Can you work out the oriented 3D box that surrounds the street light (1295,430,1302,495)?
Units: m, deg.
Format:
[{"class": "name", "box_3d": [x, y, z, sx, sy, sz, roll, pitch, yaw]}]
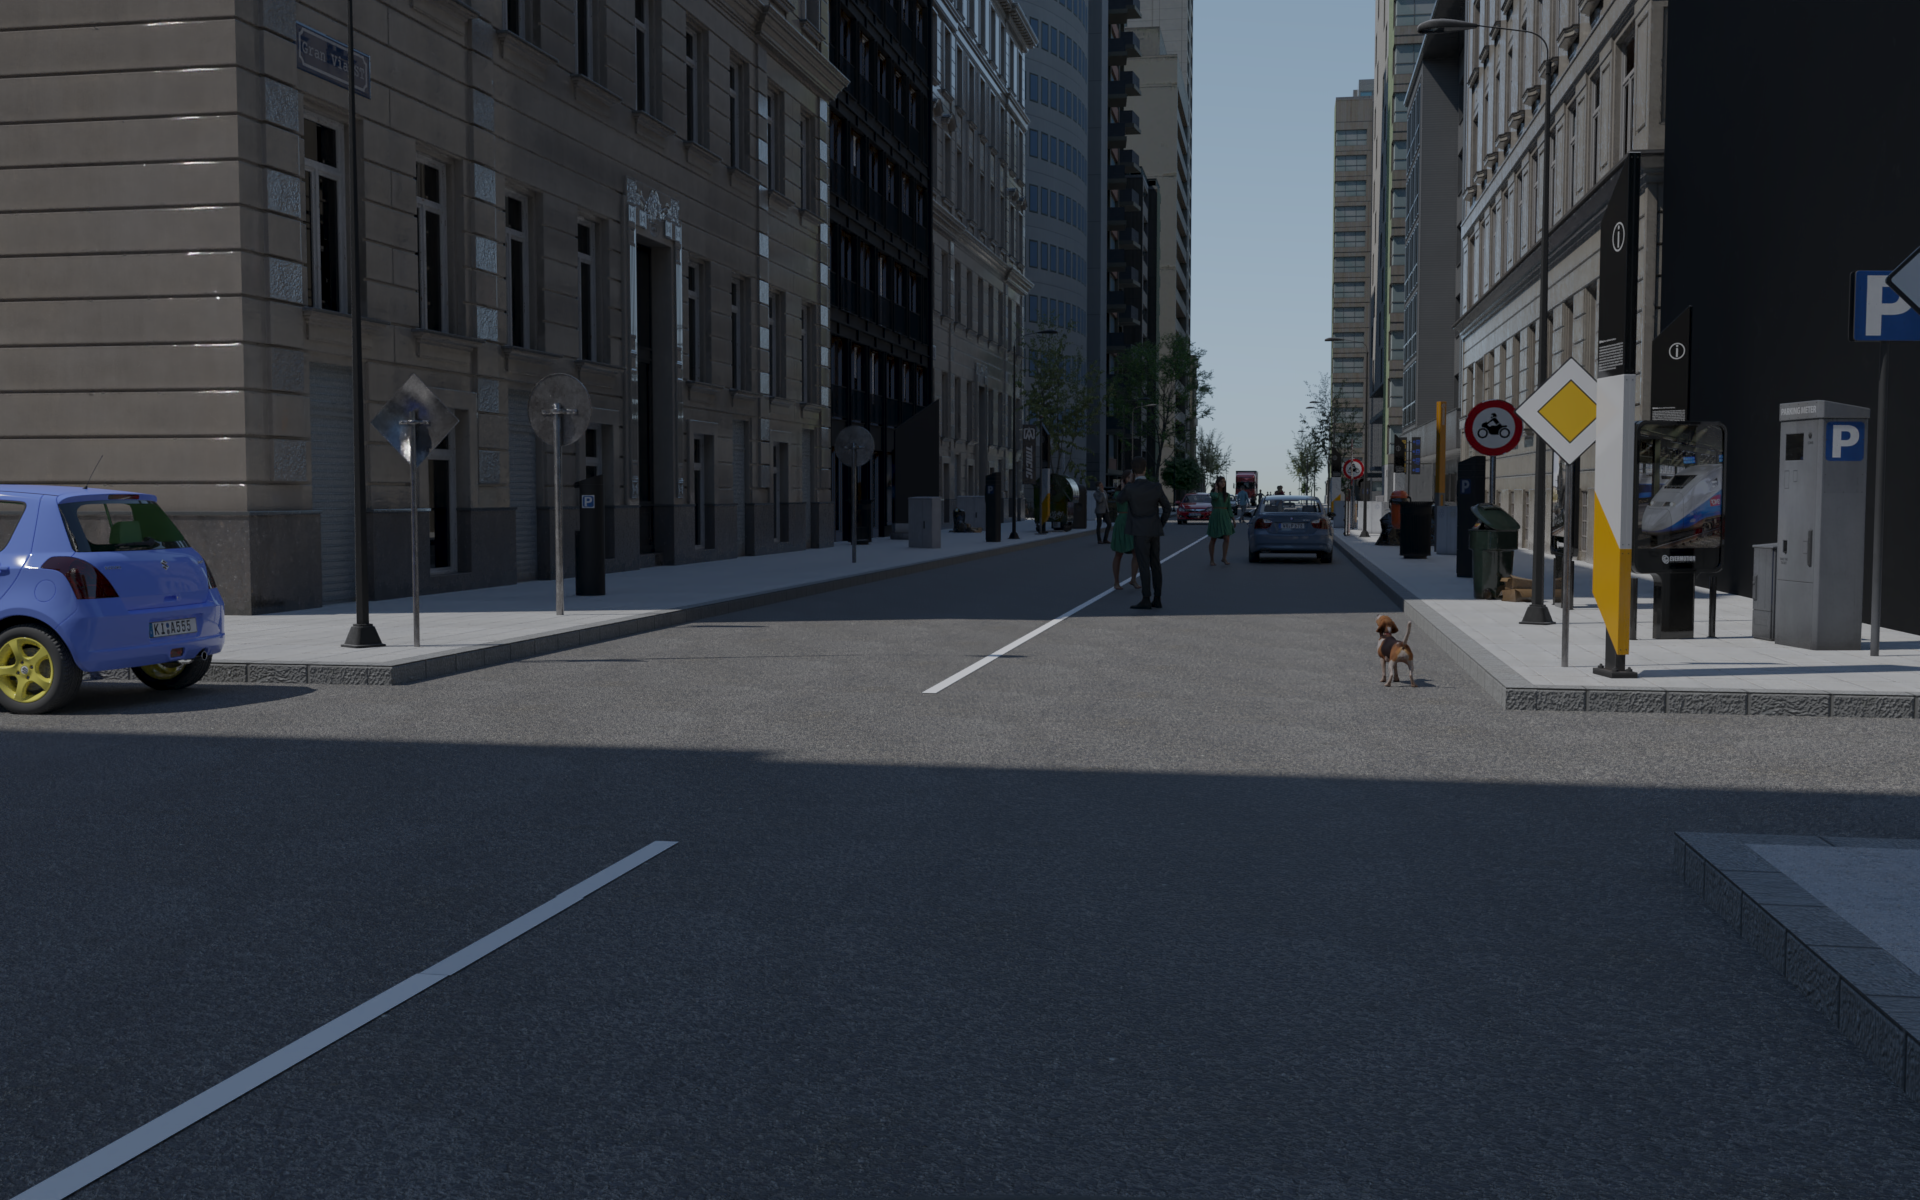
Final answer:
[{"class": "street light", "box_3d": [25.340, -9.411, 126.416, 1.470, 5.913, 1.316, 1, 4, 10]}]

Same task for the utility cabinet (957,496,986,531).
[{"class": "utility cabinet", "box_3d": [0.409, -3.014, 60.443, 1.020, 1.237, 0.306, 1, 4, 13]}]

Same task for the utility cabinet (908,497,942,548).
[{"class": "utility cabinet", "box_3d": [-0.849, -1.843, 41.288, 0.306, 1.237, 1.020, -2, 4, -35]}]

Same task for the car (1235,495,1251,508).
[{"class": "car", "box_3d": [29.184, -10.247, 179.893, 2.083, 1.381, 4.827, 1, 4, 10]}]

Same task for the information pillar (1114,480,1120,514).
[{"class": "information pillar", "box_3d": [7.961, -5.078, 87.516, 0.304, 2.012, 0.304, -3, 5, -40]}]

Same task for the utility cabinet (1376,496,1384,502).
[{"class": "utility cabinet", "box_3d": [16.729, -3.541, 69.059, 0.306, 1.237, 1.020, 1, 4, 12]}]

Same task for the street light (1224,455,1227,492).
[{"class": "street light", "box_3d": [31.325, -14.373, 207.545, 1.470, 5.913, 1.316, 1, 4, 10]}]

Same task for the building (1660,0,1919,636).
[{"class": "building", "box_3d": [17.402, -11.557, 18.636, 15.834, 23.373, 12.332, 1, 4, 10]}]

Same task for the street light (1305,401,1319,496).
[{"class": "street light", "box_3d": [18.097, -6.961, 86.355, 1.470, 5.913, 1.316, 1, 4, 10]}]

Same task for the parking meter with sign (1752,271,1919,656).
[{"class": "parking meter with sign", "box_3d": [7.209, -1.112, 14.443, 0.543, 3.016, 1.738, 0, 4, -2]}]

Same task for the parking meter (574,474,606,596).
[{"class": "parking meter", "box_3d": [-4.687, -0.827, 21.927, 0.372, 1.533, 0.369, 0, 3, 0]}]

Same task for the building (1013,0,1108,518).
[{"class": "building", "box_3d": [-2.985, -34.368, 103.913, 21.231, 58.520, 28.212, 1, 4, 10]}]

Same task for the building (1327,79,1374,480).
[{"class": "building", "box_3d": [55.219, -35.569, 201.155, 23.786, 49.044, 30.456, 1, 4, 10]}]

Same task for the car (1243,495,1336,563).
[{"class": "car", "box_3d": [7.111, -1.552, 37.385, 2.014, 1.417, 4.499, 1, 4, 10]}]

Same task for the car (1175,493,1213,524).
[{"class": "car", "box_3d": [11.406, -4.509, 82.755, 2.155, 1.783, 4.494, 1, 4, 12]}]

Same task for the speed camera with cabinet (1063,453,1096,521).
[{"class": "speed camera with cabinet", "box_3d": [5.550, -5.467, 83.722, 2.038, 3.252, 0.660, -1, 4, -22]}]

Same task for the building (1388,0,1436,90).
[{"class": "building", "box_3d": [31.235, -25.338, 97.863, 14.154, 41.232, 14.086, 1, 4, 10]}]

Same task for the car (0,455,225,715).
[{"class": "car", "box_3d": [-7.189, -0.159, 12.199, 3.694, 1.707, 1.945, 1, 4, 9]}]

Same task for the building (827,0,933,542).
[{"class": "building", "box_3d": [-8.382, -13.523, 50.778, 12.332, 23.373, 15.834, 1, 4, 10]}]

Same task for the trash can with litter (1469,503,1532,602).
[{"class": "trash can with litter", "box_3d": [6.643, -0.584, 20.936, 0.624, 1.170, 1.055, -1, 4, -22]}]

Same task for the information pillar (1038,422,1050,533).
[{"class": "information pillar", "box_3d": [2.766, -3.982, 56.460, 0.183, 3.616, 0.504, -2, 4, -29]}]

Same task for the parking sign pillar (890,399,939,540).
[{"class": "parking sign pillar", "box_3d": [-1.264, -3.704, 49.027, 1.447, 3.967, 1.447, -1, 4, -16]}]

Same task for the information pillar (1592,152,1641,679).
[{"class": "information pillar", "box_3d": [4.612, -1.274, 12.178, 0.183, 3.616, 0.504, 0, 4, -1]}]

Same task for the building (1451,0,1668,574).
[{"class": "building", "box_3d": [20.579, -12.627, 39.741, 16.112, 22.955, 30.059, 1, 4, 10]}]

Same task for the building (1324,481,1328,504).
[{"class": "building", "box_3d": [64.676, -32.750, 227.338, 32.217, 40.220, 23.993, 1, 4, 10]}]

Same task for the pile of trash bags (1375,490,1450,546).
[{"class": "pile of trash bags", "box_3d": [11.221, -2.034, 43.013, 1.912, 1.369, 3.447, 2, 4, 25]}]

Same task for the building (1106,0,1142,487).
[{"class": "building", "box_3d": [2.136, -29.223, 132.416, 22.147, 44.769, 28.867, 1, 4, 10]}]

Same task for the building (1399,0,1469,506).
[{"class": "building", "box_3d": [25.951, -15.299, 69.207, 14.314, 24.678, 30.058, 1, 4, 10]}]

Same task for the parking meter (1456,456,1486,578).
[{"class": "parking meter", "box_3d": [7.841, -1.278, 26.600, 0.255, 1.863, 0.399, -2, 4, -27]}]

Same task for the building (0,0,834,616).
[{"class": "building", "box_3d": [-10.804, -14.255, 30.327, 12.463, 27.353, 25.104, 1, 4, 10]}]

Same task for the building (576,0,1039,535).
[{"class": "building", "box_3d": [-4.652, -16.728, 70.767, 12.463, 27.353, 25.104, 1, 4, 10]}]

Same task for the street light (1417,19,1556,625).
[{"class": "street light", "box_3d": [5.171, -2.721, 17.030, 1.470, 5.913, 1.316, 1, 4, 10]}]

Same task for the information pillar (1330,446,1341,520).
[{"class": "information pillar", "box_3d": [18.439, -5.725, 84.962, 0.504, 3.616, 0.183, -1, 4, -12]}]

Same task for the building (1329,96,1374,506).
[{"class": "building", "box_3d": [45.863, -30.393, 180.514, 14.154, 41.232, 14.086, 1, 4, 10]}]

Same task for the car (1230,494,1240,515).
[{"class": "car", "box_3d": [18.076, -6.623, 118.080, 2.009, 1.686, 4.222, 1, 4, 9]}]

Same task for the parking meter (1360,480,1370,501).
[{"class": "parking meter", "box_3d": [16.873, -4.067, 72.207, 0.399, 1.863, 0.255, 1, 4, 9]}]

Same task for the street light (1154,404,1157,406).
[{"class": "street light", "box_3d": [9.487, -7.161, 89.629, 1.470, 5.913, 1.316, 1, 4, 10]}]

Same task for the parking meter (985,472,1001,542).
[{"class": "parking meter", "box_3d": [0.882, -2.483, 46.311, 0.399, 1.863, 0.255, 3, 5, 40]}]

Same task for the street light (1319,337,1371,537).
[{"class": "street light", "box_3d": [11.493, -4.823, 51.390, 1.470, 5.913, 1.316, 1, 4, 10]}]

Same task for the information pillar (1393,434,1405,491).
[{"class": "information pillar", "box_3d": [17.130, -4.665, 67.624, 0.504, 3.616, 0.183, -2, 4, -25]}]

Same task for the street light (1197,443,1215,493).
[{"class": "street light", "box_3d": [22.334, -11.370, 158.443, 1.470, 5.913, 1.316, 1, 4, 10]}]

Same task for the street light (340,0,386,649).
[{"class": "street light", "box_3d": [-4.486, -2.553, 14.276, 1.470, 5.913, 1.316, 1, 4, 10]}]

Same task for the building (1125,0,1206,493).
[{"class": "building", "box_3d": [23.003, -48.678, 234.136, 20.563, 71.187, 20.611, 1, 4, 10]}]

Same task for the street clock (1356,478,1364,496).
[{"class": "street clock", "box_3d": [18.264, -4.536, 78.736, 0.471, 2.002, 0.358, -1, 4, -9]}]

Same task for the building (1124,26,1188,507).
[{"class": "building", "box_3d": [13.083, -34.385, 185.901, 21.300, 48.544, 21.600, 1, 4, 10]}]

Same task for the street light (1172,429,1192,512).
[{"class": "street light", "box_3d": [15.893, -9.270, 124.105, 1.470, 5.913, 1.316, 1, 4, 10]}]

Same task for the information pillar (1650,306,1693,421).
[{"class": "information pillar", "box_3d": [8.936, -1.862, 21.792, 0.183, 3.616, 0.504, -3, 5, -43]}]

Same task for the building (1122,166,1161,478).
[{"class": "building", "box_3d": [10.167, -23.332, 153.182, 14.160, 30.474, 14.107, 1, 4, 10]}]

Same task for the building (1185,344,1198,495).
[{"class": "building", "box_3d": [14.532, -22.449, 212.088, 27.650, 21.520, 28.899, 1, 4, 10]}]

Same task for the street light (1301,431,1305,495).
[{"class": "street light", "box_3d": [19.039, -7.306, 91.989, 1.470, 5.913, 1.316, 1, 4, 10]}]

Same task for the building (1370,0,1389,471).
[{"class": "building", "box_3d": [42.279, -32.267, 116.802, 28.713, 52.752, 27.495, 1, 4, 10]}]
